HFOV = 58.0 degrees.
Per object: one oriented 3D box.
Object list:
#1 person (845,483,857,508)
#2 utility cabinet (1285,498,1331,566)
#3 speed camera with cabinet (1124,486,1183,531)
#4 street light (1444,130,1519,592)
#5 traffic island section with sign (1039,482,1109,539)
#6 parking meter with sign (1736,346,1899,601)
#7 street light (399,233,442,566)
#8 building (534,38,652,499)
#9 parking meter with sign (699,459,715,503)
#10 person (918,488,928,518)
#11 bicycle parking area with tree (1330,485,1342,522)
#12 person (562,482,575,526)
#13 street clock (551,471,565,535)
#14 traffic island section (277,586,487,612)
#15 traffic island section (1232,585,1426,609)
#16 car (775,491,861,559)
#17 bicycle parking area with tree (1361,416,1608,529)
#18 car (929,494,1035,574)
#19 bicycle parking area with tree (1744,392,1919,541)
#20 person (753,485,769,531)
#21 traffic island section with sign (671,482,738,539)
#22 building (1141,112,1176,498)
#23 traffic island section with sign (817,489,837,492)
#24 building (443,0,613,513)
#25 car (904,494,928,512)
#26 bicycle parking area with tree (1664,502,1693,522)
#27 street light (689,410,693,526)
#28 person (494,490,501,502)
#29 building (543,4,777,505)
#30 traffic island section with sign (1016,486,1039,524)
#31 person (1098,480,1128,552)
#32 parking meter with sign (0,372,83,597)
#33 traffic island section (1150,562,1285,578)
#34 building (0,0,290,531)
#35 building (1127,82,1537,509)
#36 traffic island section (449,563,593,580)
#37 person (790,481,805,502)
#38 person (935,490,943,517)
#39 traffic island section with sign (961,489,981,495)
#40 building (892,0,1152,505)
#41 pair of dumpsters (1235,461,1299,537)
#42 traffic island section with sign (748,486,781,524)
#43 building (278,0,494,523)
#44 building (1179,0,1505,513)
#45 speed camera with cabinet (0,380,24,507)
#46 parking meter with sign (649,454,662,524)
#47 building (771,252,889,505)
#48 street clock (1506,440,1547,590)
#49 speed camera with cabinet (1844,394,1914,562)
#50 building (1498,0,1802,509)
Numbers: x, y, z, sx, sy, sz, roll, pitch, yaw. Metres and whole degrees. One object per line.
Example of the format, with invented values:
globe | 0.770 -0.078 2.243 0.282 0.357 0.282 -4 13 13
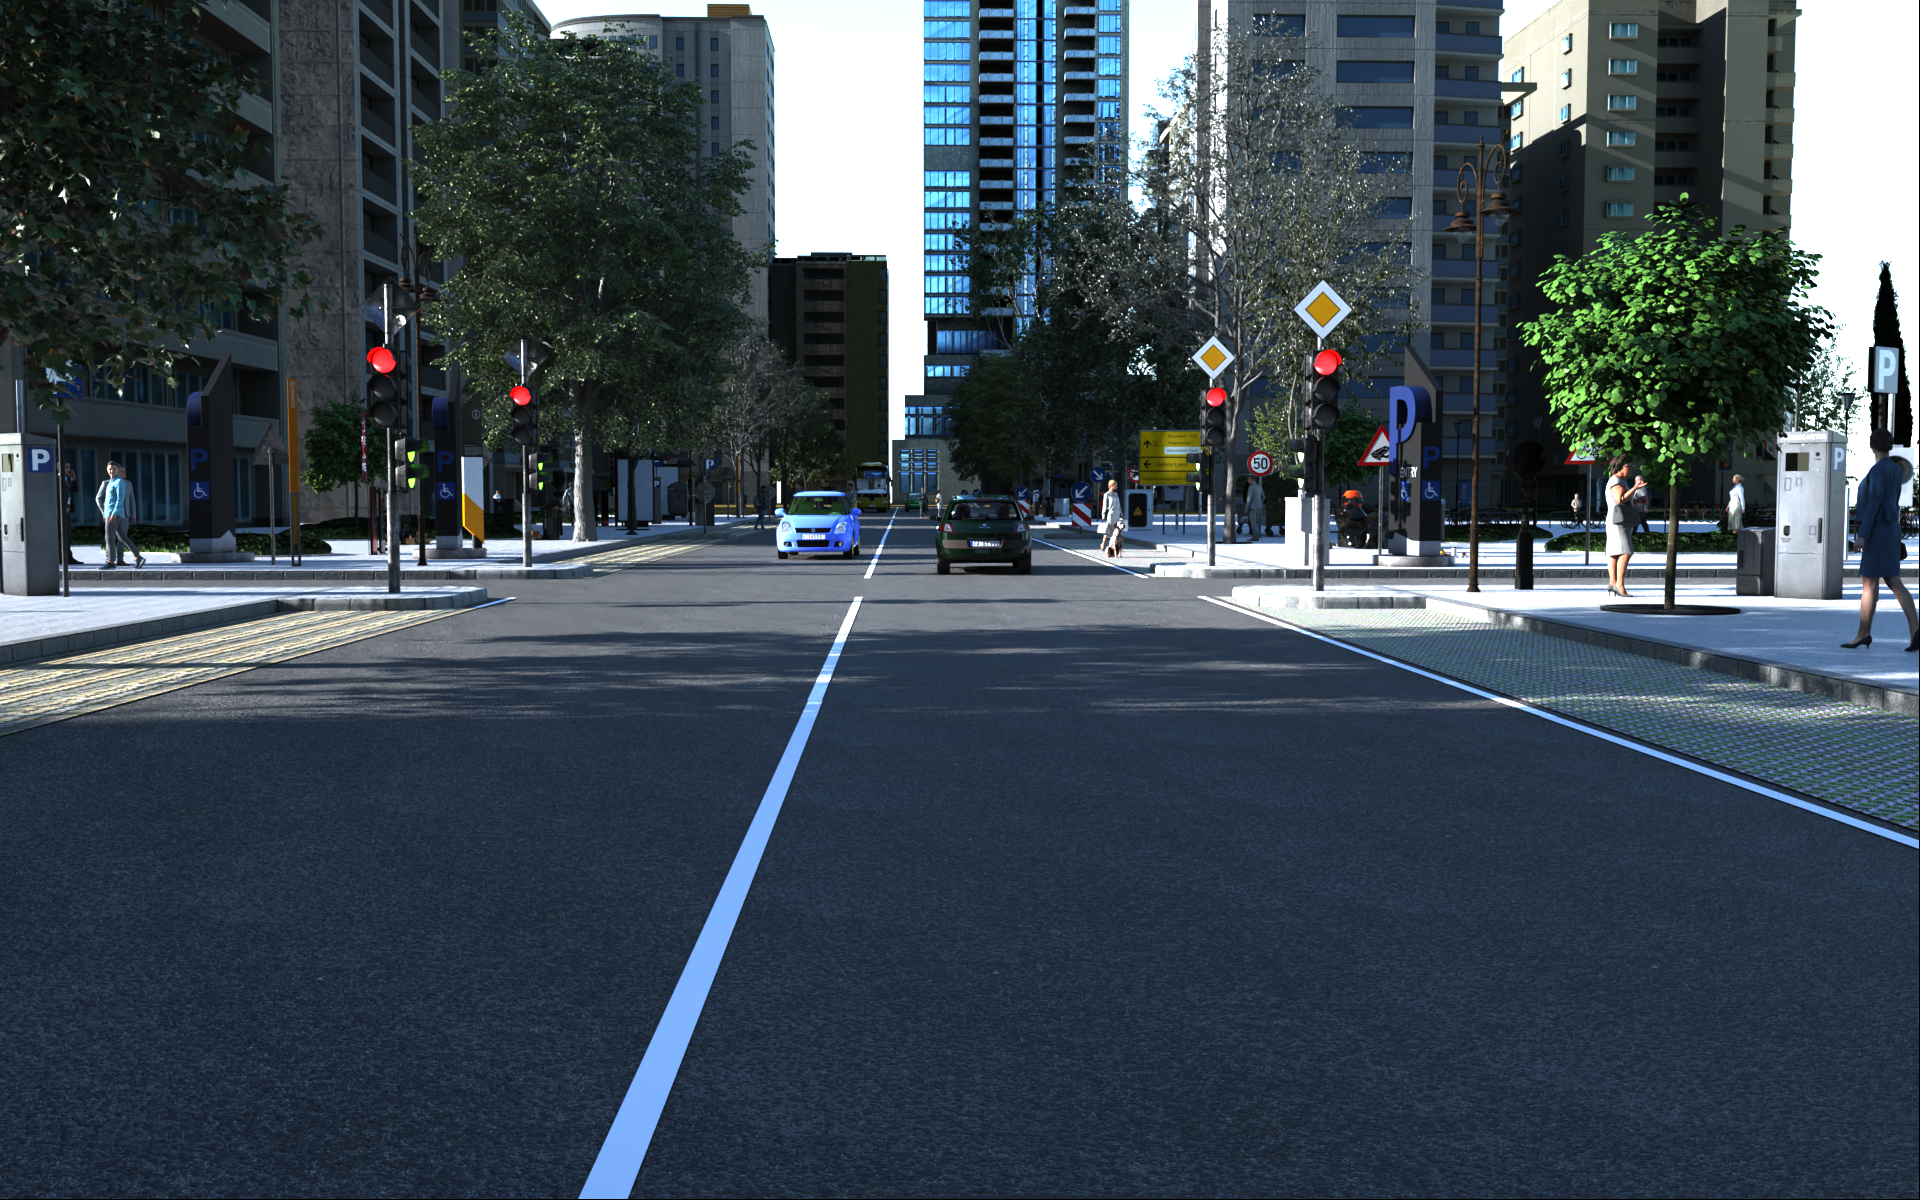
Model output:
person | -3.675 -2.970 57.236 0.511 1.800 0.466 1 4 20
utility cabinet | 6.270 -1.228 31.244 0.306 1.237 1.020 -1 4 -23
speed camera with cabinet | 6.793 -4.061 60.734 2.038 3.252 0.660 0 4 3
street light | 6.724 -3.041 22.501 0.468 5.910 1.993 0 4 -2
traffic island section with sign | 3.702 -2.866 55.482 1.989 1.847 2.006 0 4 -2
parking meter with sign | 10.462 -1.530 21.277 0.543 3.016 1.738 -2 4 -35
street light | -9.667 -3.559 30.970 0.468 5.910 1.993 0 4 -2
building | -36.002 -29.080 159.058 14.086 41.232 14.154 0 4 -2
parking meter with sign | -12.743 -5.533 86.732 0.543 3.016 1.738 -1 4 -23
person | -2.119 -5.680 101.542 0.661 1.801 0.590 -2 4 -28
bicycle parking area with tree | 19.117 -5.657 79.496 8.231 4.147 9.016 3 5 39
person | -15.868 -3.911 70.465 0.782 1.767 0.515 -3 4 -37
street clock | -12.490 -3.014 53.854 0.471 2.002 0.358 3 5 42
traffic island section | -7.373 -0.015 22.526 2.009 0.180 2.903 0 4 -2
traffic island section | 4.762 -0.039 22.916 2.009 0.180 2.903 0 4 -2
car | -3.186 -1.818 39.315 1.945 1.707 3.694 0 4 0
bicycle parking area with tree | 20.437 -4.871 66.651 9.016 4.147 8.231 0 4 -3
car | 0.421 -1.386 32.444 2.009 1.686 4.222 0 4 0
bicycle parking area with tree | 26.576 -3.668 46.974 9.016 4.147 8.231 -2 4 -26
person | -7.718 -3.585 67.457 0.721 1.781 0.623 -1 4 -22
traffic island section with sign | -8.120 -2.853 55.272 1.989 1.847 2.006 0 4 -2
building | 37.797 -36.493 216.269 30.456 49.044 23.786 0 4 -2
traffic island section with sign | -10.643 -7.575 132.482 1.989 1.847 2.006 0 4 -2
building | -43.959 -27.412 140.066 32.217 40.220 23.993 0 4 -2
car | -3.544 -8.045 140.327 1.959 1.807 4.718 0 4 -4
bicycle parking area with tree | 36.445 -5.537 77.529 8.231 4.147 9.016 0 4 4
street light | -10.854 -5.926 69.680 0.468 5.910 1.993 0 4 -2
person | -26.459 -5.546 99.323 0.523 1.515 0.503 2 4 26
building | -36.880 -40.991 212.197 28.212 58.520 21.231 0 4 -2
traffic island section with sign | 2.826 -4.513 82.423 1.989 1.847 2.006 0 4 -2
person | 3.760 -2.072 42.727 0.694 1.780 0.624 -2 4 -29
parking meter with sign | -11.827 -1.575 22.008 1.738 3.016 0.543 3 4 36
traffic island section | 4.501 -0.527 30.897 2.009 0.180 2.903 0 4 -2
building | -36.543 -26.416 55.601 21.300 48.544 21.600 0 4 -2
building | 31.965 -28.429 156.696 32.217 40.220 23.993 0 4 -2
traffic island section | -7.634 -0.503 30.507 2.009 0.180 2.903 0 4 -2
person | -5.097 -2.799 54.075 0.447 1.846 0.655 1 4 15
person | -1.222 -5.720 103.020 0.522 1.701 0.512 -3 4 -36
traffic island section with sign | 1.173 -7.582 132.597 1.989 1.847 2.006 0 4 -2
building | 7.120 -55.070 213.073 31.000 86.520 22.319 0 4 -2
pair of dumpsters | 9.578 -3.124 53.565 1.574 2.255 4.437 0 4 -2
traffic island section with sign | -8.995 -4.501 82.213 1.989 1.847 2.006 0 4 -2
building | -34.556 -39.498 84.041 20.563 71.187 20.611 0 4 -2
building | 27.868 -35.959 129.937 21.231 58.520 28.212 0 4 -2
speed camera with cabinet | -16.941 -2.169 29.798 2.038 3.252 0.660 -1 4 -9
parking meter with sign | -13.043 -4.773 74.297 0.543 3.016 1.738 -1 4 -9
building | -15.602 -26.794 209.787 14.107 30.474 14.160 0 4 -2
street clock | 7.604 -1.145 23.291 0.471 2.002 0.358 0 4 -5
speed camera with cabinet | 16.885 -2.355 32.836 2.038 3.252 0.660 1 4 19
building | 63.445 -32.715 158.599 21.600 48.544 21.300 0 4 -2
